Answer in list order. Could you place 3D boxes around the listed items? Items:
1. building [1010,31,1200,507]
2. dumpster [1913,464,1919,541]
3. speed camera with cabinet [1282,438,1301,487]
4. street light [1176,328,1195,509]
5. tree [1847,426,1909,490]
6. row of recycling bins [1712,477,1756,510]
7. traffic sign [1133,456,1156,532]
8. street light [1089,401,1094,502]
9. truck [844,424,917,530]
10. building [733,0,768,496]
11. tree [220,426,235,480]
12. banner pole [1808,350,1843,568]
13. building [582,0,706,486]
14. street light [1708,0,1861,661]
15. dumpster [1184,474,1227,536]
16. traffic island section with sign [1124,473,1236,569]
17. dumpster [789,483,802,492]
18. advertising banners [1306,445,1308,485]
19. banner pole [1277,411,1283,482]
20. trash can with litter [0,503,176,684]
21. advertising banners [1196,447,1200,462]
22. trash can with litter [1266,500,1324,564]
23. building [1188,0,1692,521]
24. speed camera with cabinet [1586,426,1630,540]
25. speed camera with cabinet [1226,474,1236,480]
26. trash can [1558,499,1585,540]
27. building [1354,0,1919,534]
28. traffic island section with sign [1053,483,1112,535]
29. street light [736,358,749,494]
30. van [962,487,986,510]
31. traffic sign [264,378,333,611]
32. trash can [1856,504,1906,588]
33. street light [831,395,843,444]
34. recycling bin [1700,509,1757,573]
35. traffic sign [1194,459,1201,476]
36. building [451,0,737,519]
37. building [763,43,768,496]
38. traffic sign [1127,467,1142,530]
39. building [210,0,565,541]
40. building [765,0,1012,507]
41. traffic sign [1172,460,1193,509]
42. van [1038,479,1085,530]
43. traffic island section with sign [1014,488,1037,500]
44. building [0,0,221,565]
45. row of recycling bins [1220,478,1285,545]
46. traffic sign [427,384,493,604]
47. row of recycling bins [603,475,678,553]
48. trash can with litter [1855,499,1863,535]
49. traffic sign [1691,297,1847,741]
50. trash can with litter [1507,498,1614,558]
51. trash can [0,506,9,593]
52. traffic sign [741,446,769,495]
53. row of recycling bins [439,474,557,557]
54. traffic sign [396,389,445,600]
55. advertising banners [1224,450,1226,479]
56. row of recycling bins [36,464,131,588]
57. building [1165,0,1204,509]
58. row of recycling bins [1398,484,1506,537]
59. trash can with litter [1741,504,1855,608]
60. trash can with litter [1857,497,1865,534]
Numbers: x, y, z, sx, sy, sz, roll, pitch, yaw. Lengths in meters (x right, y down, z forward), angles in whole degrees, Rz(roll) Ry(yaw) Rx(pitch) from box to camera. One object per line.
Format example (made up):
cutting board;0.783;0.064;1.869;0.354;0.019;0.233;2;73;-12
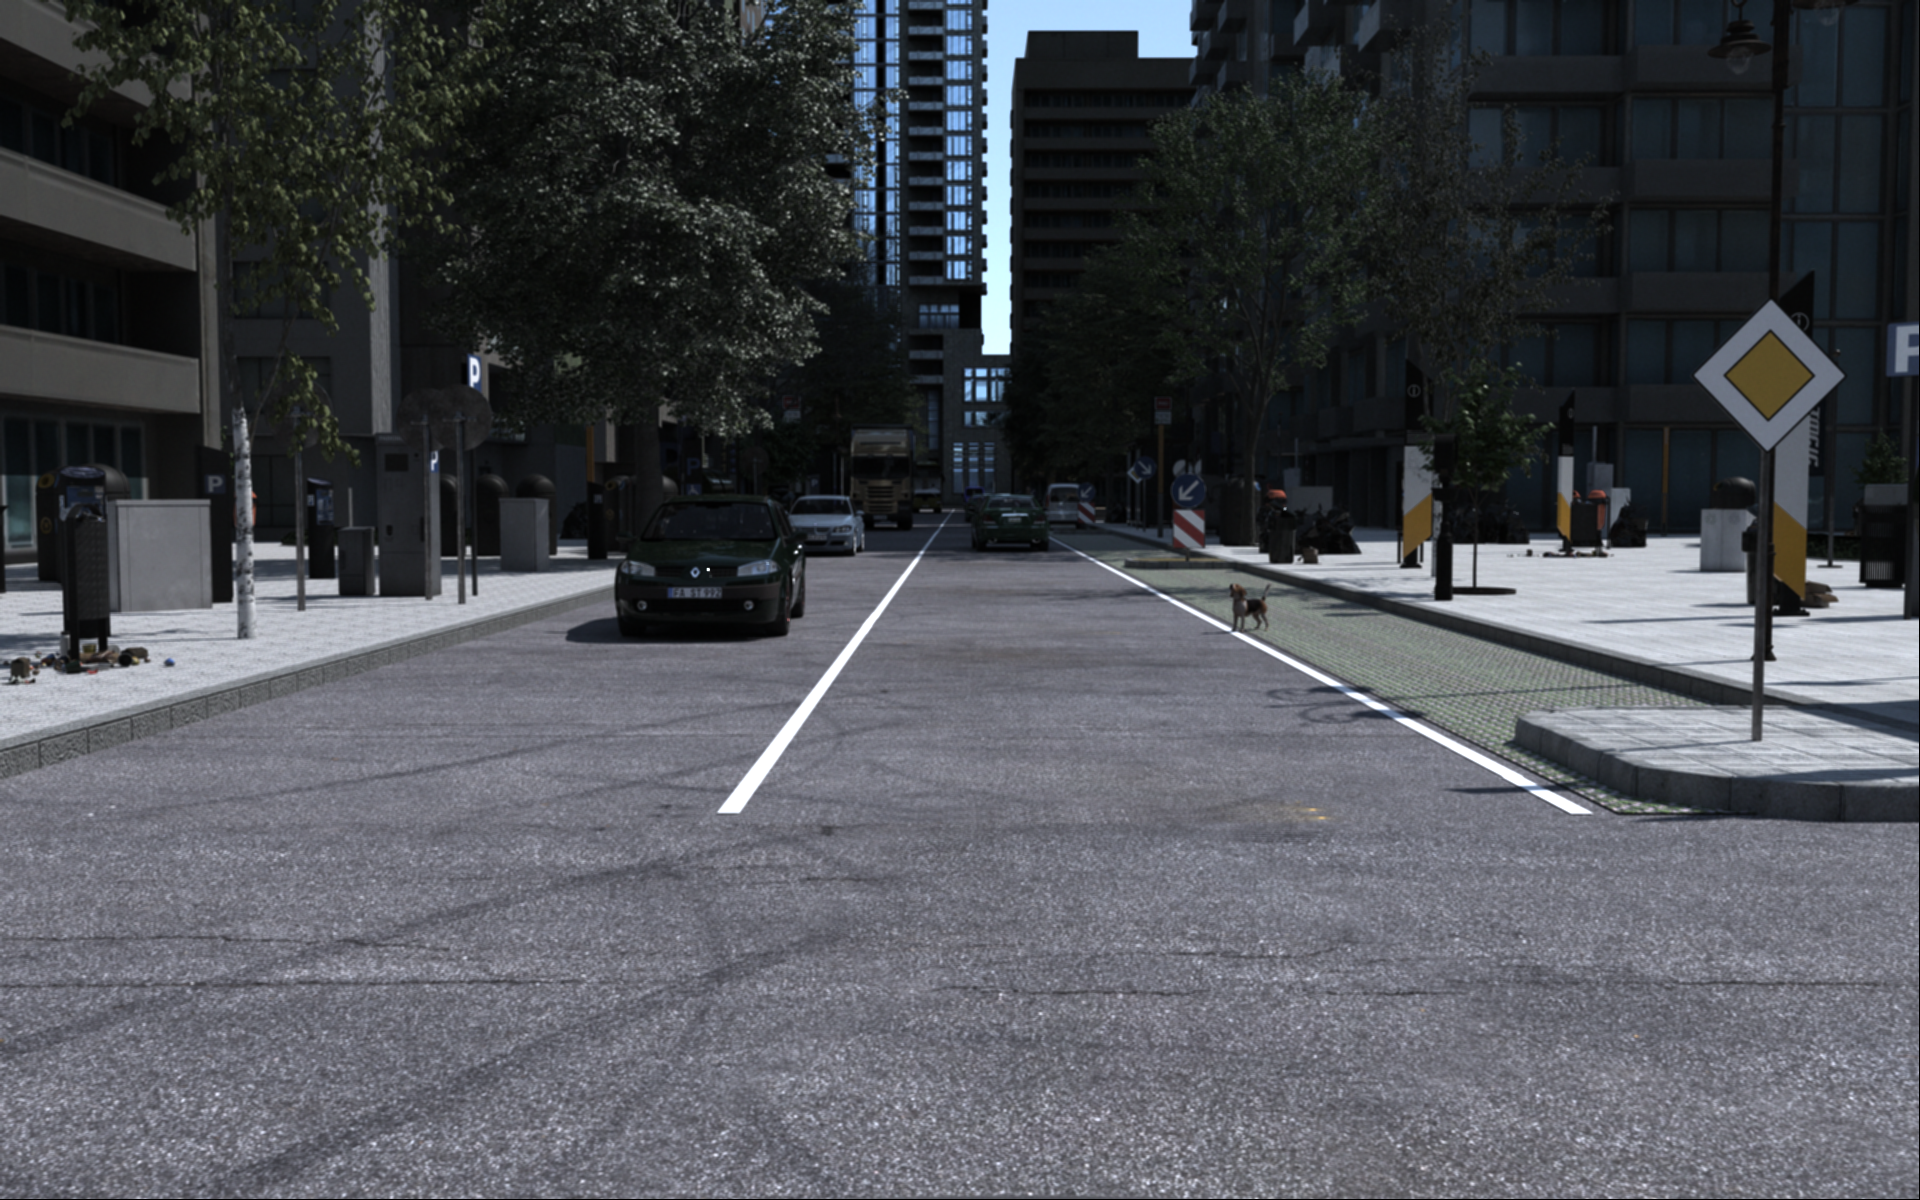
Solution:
building;16.101;-34.375;185.731;21.600;48.544;21.300;0;4;0
dumpster;6.722;-0.454;9.923;1.502;2.255;1.985;0;4;0
speed camera with cabinet;11.832;-4.146;62.131;0.660;3.252;2.038;0;4;8
street light;6.317;-4.610;48.163;0.468;5.910;1.993;0;4;0
tree;26.274;-3.370;49.694;1.663;3.219;1.824;0;3;0
row of recycling bins;19.400;-2.217;43.358;1.069;1.692;3.534;1;4;21
traffic sign;6.226;-3.567;58.421;0.768;2.556;0.104;0;4;3
street light;6.359;-6.783;83.695;0.468;5.910;1.993;0;4;0
truck;-3.151;-5.056;71.584;2.839;4.237;11.283;0;4;-1
building;-21.057;-28.699;119.335;14.600;45.320;14.200;0;4;0
tree;-18.667;-2.951;42.853;1.663;3.219;1.824;0;3;0
banner pole;15.100;-2.468;30.374;0.401;3.779;0.863;-2;4;-30
building;-21.488;-19.537;91.127;14.160;30.474;14.107;0;4;0
street light;6.209;-2.472;13.203;0.468;5.910;1.993;0;4;0
dumpster;7.351;-2.809;51.681;1.264;1.857;1.865;0;3;0
traffic island section with sign;4.235;-1.531;33.666;1.989;1.847;2.006;0;4;0
dumpster;-7.642;-4.584;80.700;1.264;1.857;1.865;0;4;0
advertising banners;12.571;-4.070;62.732;0.090;3.025;2.074;1;4;12
banner pole;9.625;-3.807;52.256;0.401;3.779;0.863;1;4;16
trash can with litter;-6.675;-0.100;12.696;1.678;1.210;2.233;0;4;-4
advertising banners;8.886;-4.116;63.486;0.090;3.025;2.074;0;4;-4
trash can with litter;6.196;-1.263;32.037;1.055;1.170;0.624;1;4;9
building;26.054;-29.709;105.345;23.786;49.044;30.456;0;4;0
speed camera with cabinet;18.593;-3.384;49.663;0.660;3.252;2.038;0;4;1
speed camera with cabinet;13.011;-5.302;81.031;0.660;3.252;2.038;-1;4;-12
trash can;17.203;-2.273;48.823;0.748;1.137;0.748;0;3;0
building;25.774;-27.432;68.115;23.786;49.044;30.456;0;4;0
traffic island section with sign;4.333;-3.242;61.639;1.989;1.847;2.006;0;4;0
street light;-5.702;-4.382;44.440;0.468;5.910;1.993;0;4;0
van;1.283;-9.273;156.005;2.240;2.365;5.245;0;3;0
traffic sign;-7.240;-1.154;18.967;0.768;2.556;0.104;0;4;4
trash can;12.699;-0.741;23.768;0.748;1.137;0.748;0;3;0
street light;-5.643;-6.531;79.570;0.468;5.910;1.993;0;4;0
recycling bin;12.770;-0.990;28.736;0.722;1.027;0.722;3;5;43
traffic sign;8.781;-3.801;62.255;0.768;2.556;0.104;0;4;1
building;-21.467;-25.786;105.197;14.154;41.232;14.086;0;4;0
building;-29.097;-29.719;140.527;28.867;44.769;22.147;0;4;0
traffic sign;6.329;-3.703;61.729;0.795;2.450;0.064;0;4;8
building;-19.842;-22.538;52.094;14.154;41.232;14.086;0;4;0
building;-10.201;-53.296;184.067;31.000;86.520;22.319;0;4;0
traffic sign;8.244;-3.918;64.159;0.768;2.556;0.104;0;4;1
van;4.124;-3.802;69.171;2.013;2.044;4.112;0;4;1
traffic island section with sign;4.483;-6.297;111.576;1.989;1.847;2.006;0;4;0
building;-26.850;-24.611;26.097;21.300;48.544;21.600;0;4;0
row of recycling bins;7.605;-2.328;45.180;1.069;1.692;3.534;2;4;27
traffic sign;-5.815;-1.225;20.141;0.768;2.556;0.104;0;4;3
row of recycling bins;-6.931;-1.867;37.632;1.069;1.692;3.534;-2;4;-26
trash can with litter;24.521;-2.199;47.342;0.624;1.170;1.055;0;4;-5
traffic sign;4.140;-0.324;8.943;0.795;2.450;0.064;0;4;0
trash can with litter;12.358;-1.495;35.501;2.233;1.210;1.678;1;4;10
trash can;-12.108;-0.591;21.320;0.748;1.137;0.748;0;3;0
traffic sign;-5.484;-2.825;46.290;0.768;2.556;0.104;0;4;7
row of recycling bins;-10.189;-1.766;35.989;3.534;1.692;1.069;-1;4;-12
traffic sign;-6.446;-1.275;20.947;0.768;2.556;0.104;0;4;5
advertising banners;10.438;-4.409;68.280;0.090;3.025;2.074;1;4;10
row of recycling bins;-12.443;-1.073;24.657;1.069;1.692;3.534;-2;4;-33
building;26.598;-50.287;134.870;22.319;86.520;31.000;0;4;0
row of recycling bins;14.703;-2.735;51.835;1.069;1.692;3.534;-3;5;-44
trash can with litter;9.565;-0.522;19.926;0.624;1.170;1.055;-2;4;-35
trash can with litter;22.654;-2.003;43.801;1.678;1.210;2.233;-2;4;-30
